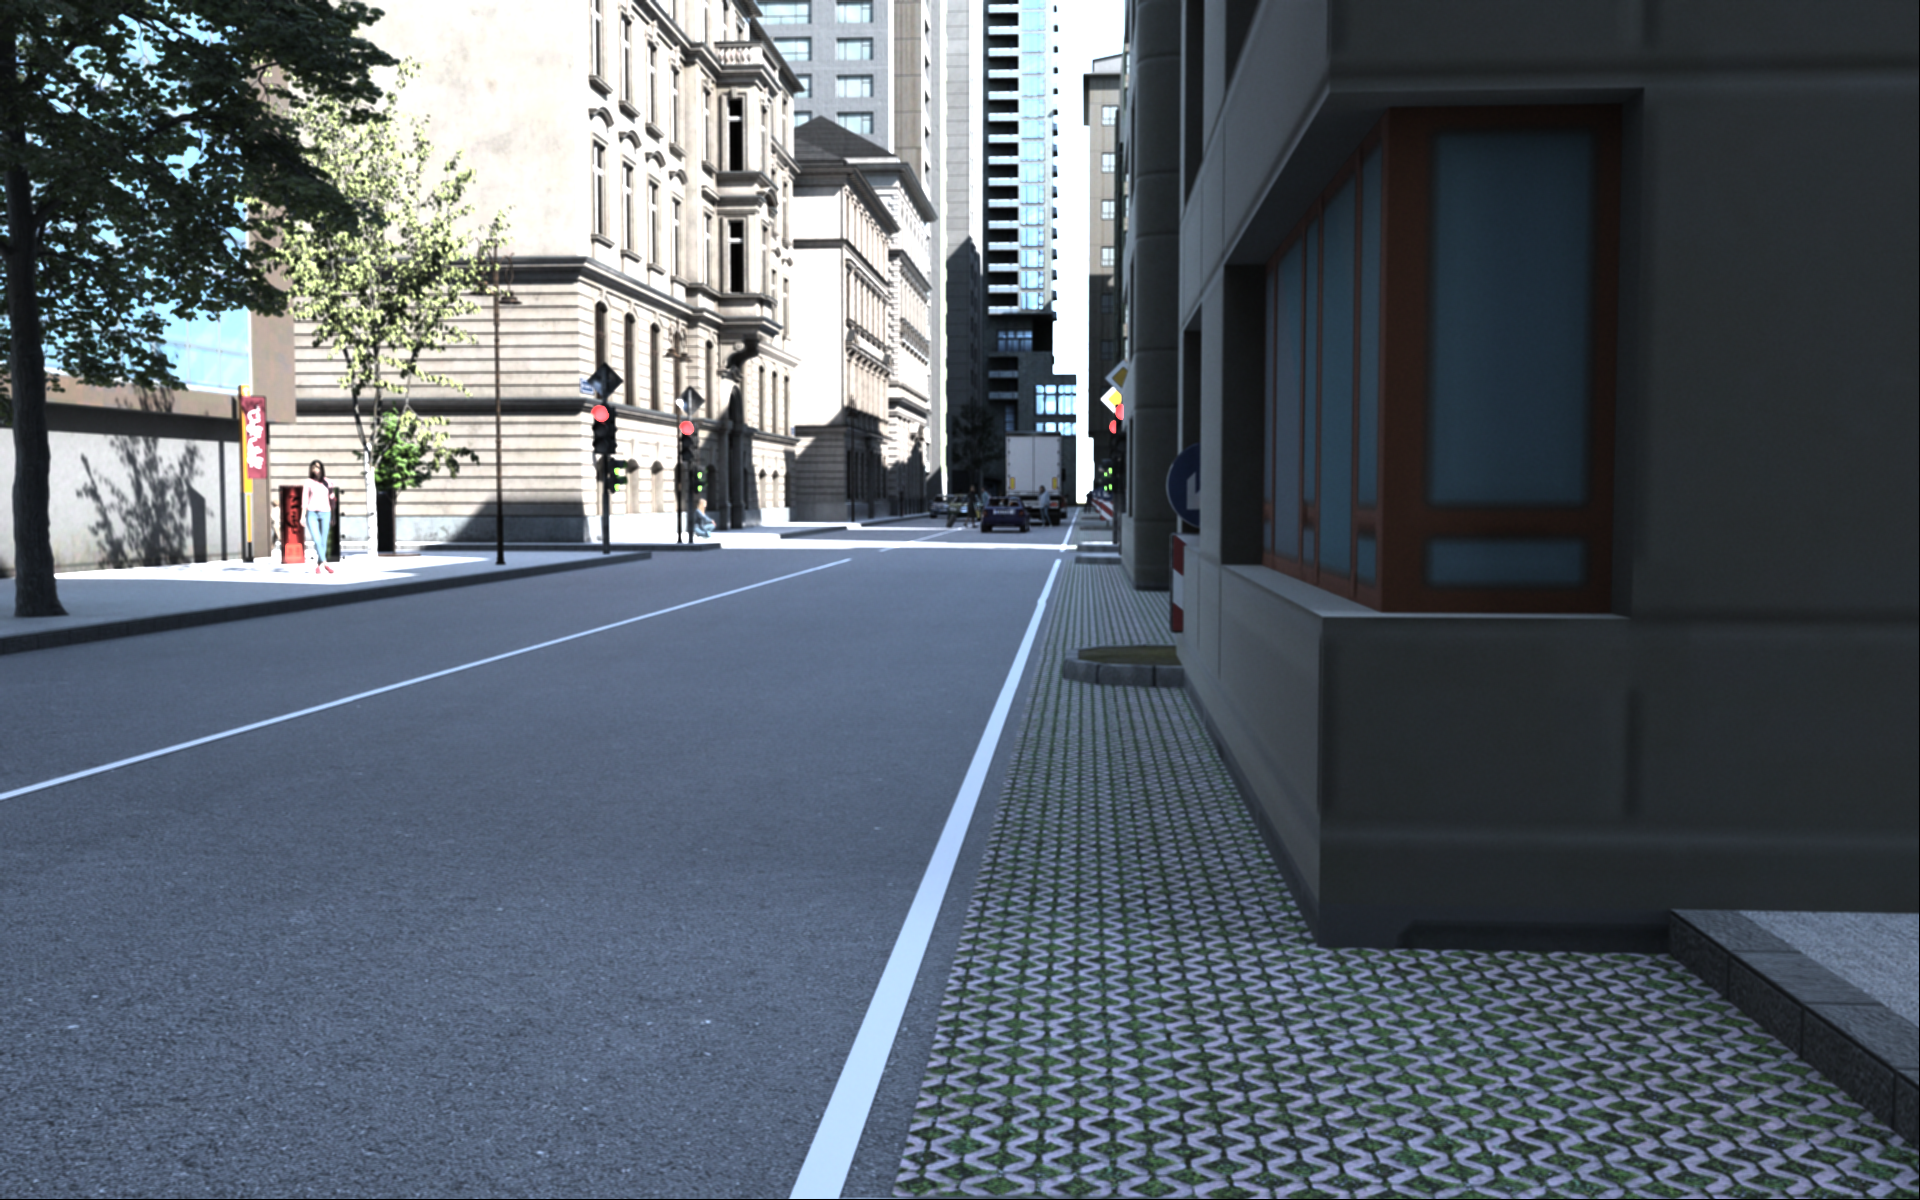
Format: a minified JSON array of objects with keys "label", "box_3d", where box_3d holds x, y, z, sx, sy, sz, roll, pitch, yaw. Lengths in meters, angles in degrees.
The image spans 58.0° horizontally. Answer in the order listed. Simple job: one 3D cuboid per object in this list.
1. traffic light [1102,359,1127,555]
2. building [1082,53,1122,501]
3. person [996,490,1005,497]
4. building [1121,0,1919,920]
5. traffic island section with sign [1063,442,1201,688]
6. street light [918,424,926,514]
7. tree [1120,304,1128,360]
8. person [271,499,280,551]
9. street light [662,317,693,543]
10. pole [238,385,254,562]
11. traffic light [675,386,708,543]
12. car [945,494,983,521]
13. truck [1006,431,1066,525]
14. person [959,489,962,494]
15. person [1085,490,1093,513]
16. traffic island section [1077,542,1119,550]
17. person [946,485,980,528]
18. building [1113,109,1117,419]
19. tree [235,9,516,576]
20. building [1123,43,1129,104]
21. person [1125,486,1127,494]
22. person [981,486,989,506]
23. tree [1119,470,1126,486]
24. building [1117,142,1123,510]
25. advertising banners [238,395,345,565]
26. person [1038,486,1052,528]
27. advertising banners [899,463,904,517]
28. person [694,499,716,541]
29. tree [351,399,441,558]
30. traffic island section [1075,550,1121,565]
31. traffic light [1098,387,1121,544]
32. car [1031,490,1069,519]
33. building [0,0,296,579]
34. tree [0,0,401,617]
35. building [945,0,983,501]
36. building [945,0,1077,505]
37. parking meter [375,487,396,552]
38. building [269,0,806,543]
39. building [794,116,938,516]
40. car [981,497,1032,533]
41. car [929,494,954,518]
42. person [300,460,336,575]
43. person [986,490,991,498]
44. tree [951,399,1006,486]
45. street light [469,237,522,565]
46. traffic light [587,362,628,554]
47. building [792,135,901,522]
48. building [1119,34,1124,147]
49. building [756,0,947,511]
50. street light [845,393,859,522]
[{"label":"traffic light","box_3d":[3.384,-2.891,36.185,0.839,4.253,0.868,0,4,4]},{"label":"building","box_3d":[28.868,-38.247,214.581,27.495,52.752,28.713,0,4,4]},{"label":"person","box_3d":[3.462,-8.634,149.762,1.348,1.812,0.705,3,5,44]},{"label":"building","box_3d":[15.944,-10.589,18.171,27.650,21.520,28.899,0,4,4]},{"label":"traffic island section with sign","box_3d":[1.817,-0.308,13.663,1.989,1.847,2.006,0,4,4]},{"label":"street light","box_3d":[-2.511,-8.636,113.979,0.468,5.910,1.993,0,4,4]},{"label":"tree","box_3d":[7.514,-6.793,61.434,4.360,8.622,3.978,0,3,0]},{"label":"person","box_3d":[-16.740,-1.813,42.419,0.640,1.303,0.475,0,4,-4]},{"label":"street light","box_3d":[-7.383,-4.444,45.443,0.468,5.910,1.993,0,4,4]},{"label":"pole","box_3d":[-13.388,-2.363,32.472,0.158,3.312,0.155,0,3,0]},{"label":"traffic light","box_3d":[-6.980,-3.425,44.913,0.839,4.253,0.868,0,4,4]},{"label":"car","box_3d":[0.317,-4.960,92.901,2.131,1.459,4.920,0,4,3]},{"label":"truck","box_3d":[3.625,-5.746,82.859,2.839,4.237,11.283,0,4,4]},{"label":"person","box_3d":[0.158,-9.999,170.212,0.721,1.739,1.217,-2,4,-28]},{"label":"person","box_3d":[9.547,-7.318,128.605,0.683,1.767,0.568,1,4,18]},{"label":"traffic island section","box_3d":[3.993,-1.344,44.261,2.009,0.180,2.903,0,4,4]},{"label":"person","box_3d":[0.144,-3.976,73.731,1.509,1.804,0.699,-1,4,-15]},{"label":"building","box_3d":[23.613,-30.787,186.958,14.154,41.232,14.086,0,4,4]},{"label":"tree","box_3d":[-9.116,-4.673,26.762,4.737,8.622,4.395,0,3,0]},{"label":"building","box_3d":[19.247,-27.327,130.394,14.154,41.232,14.086,0,4,4]},{"label":"person","box_3d":[10.449,-6.396,110.885,0.573,1.790,0.520,-1,4,-11]},{"label":"person","box_3d":[1.338,-4.826,87.419,0.620,1.820,0.660,-2,4,-25]},{"label":"tree","box_3d":[11.956,-7.796,122.064,1.663,3.219,1.824,0,3,0]},{"label":"building","box_3d":[20.113,-22.817,144.766,14.160,30.474,14.107,0,4,4]},{"label":"advertising banners","box_3d":[-12.133,-2.160,31.500,0.090,3.025,2.074,2,4,35]},{"label":"person","box_3d":[3.654,-4.006,74.263,0.793,1.790,0.793,1,4,14]},{"label":"advertising banners","box_3d":[-3.254,-6.194,97.463,0.090,3.025,2.074,0,4,5]},{"label":"person","box_3d":[-6.997,-2.220,47.834,0.738,1.151,1.012,0,4,5]},{"label":"tree","box_3d":[-11.521,-2.485,35.230,1.663,3.219,1.824,0,3,0]},{"label":"traffic island section","box_3d":[3.423,-0.857,36.296,2.009,0.180,2.903,0,4,4]},{"label":"traffic light","box_3d":[3.954,-3.378,44.150,0.839,4.253,0.868,0,4,4]},{"label":"car","box_3d":[5.300,-5.752,102.713,2.281,1.827,5.304,0,4,5]},{"label":"building","box_3d":[-21.044,-23.086,27.574,14.200,45.320,14.600,0,4,4]},{"label":"tree","box_3d":[-9.601,-6.076,17.472,7.486,12.596,7.792,0,3,0]},{"label":"building","box_3d":[-8.385,-45.716,185.704,20.611,71.187,20.563,0,4,4]},{"label":"building","box_3d":[-0.979,-55.070,213.061,31.000,86.520,22.319,0,4,4]},{"label":"parking meter","box_3d":[-12.717,-1.997,38.370,0.399,1.863,0.255,0,4,6]},{"label":"building","box_3d":[-13.795,-14.850,61.876,14.460,24.649,34.723,0,4,4]},{"label":"building","box_3d":[-7.691,-17.141,109.134,11.050,23.489,19.941,0,4,4]},{"label":"car","box_3d":[1.746,-3.260,65.880,1.945,1.354,3.894,0,4,5]},{"label":"car","box_3d":[-0.841,-5.650,104.374,2.014,1.417,4.499,0,4,3]},{"label":"person","box_3d":[-10.248,-1.320,27.634,0.555,1.821,0.388,-3,4,-37]},{"label":"person","box_3d":[2.022,-7.261,127.882,0.551,1.740,0.621,-2,4,-29]},{"label":"tree","box_3d":[0.942,-14.420,170.175,8.767,10.594,7.601,2,4,24]},{"label":"street light","box_3d":[-8.385,-3.587,31.428,0.468,5.910,1.993,0,4,4]},{"label":"traffic light","box_3d":[-7.550,-2.937,36.949,0.839,4.253,0.868,0,4,4]},{"label":"building","box_3d":[-9.297,-13.750,89.433,10.561,19.102,19.286,0,4,4]},{"label":"building","box_3d":[22.866,-31.965,172.734,14.600,45.320,14.200,0,4,4]},{"label":"building","box_3d":[-8.529,-27.119,126.993,14.154,41.232,14.086,0,4,4]},{"label":"street light","box_3d":[-4.930,-6.534,79.625,0.468,5.910,1.993,0,4,4]}]
